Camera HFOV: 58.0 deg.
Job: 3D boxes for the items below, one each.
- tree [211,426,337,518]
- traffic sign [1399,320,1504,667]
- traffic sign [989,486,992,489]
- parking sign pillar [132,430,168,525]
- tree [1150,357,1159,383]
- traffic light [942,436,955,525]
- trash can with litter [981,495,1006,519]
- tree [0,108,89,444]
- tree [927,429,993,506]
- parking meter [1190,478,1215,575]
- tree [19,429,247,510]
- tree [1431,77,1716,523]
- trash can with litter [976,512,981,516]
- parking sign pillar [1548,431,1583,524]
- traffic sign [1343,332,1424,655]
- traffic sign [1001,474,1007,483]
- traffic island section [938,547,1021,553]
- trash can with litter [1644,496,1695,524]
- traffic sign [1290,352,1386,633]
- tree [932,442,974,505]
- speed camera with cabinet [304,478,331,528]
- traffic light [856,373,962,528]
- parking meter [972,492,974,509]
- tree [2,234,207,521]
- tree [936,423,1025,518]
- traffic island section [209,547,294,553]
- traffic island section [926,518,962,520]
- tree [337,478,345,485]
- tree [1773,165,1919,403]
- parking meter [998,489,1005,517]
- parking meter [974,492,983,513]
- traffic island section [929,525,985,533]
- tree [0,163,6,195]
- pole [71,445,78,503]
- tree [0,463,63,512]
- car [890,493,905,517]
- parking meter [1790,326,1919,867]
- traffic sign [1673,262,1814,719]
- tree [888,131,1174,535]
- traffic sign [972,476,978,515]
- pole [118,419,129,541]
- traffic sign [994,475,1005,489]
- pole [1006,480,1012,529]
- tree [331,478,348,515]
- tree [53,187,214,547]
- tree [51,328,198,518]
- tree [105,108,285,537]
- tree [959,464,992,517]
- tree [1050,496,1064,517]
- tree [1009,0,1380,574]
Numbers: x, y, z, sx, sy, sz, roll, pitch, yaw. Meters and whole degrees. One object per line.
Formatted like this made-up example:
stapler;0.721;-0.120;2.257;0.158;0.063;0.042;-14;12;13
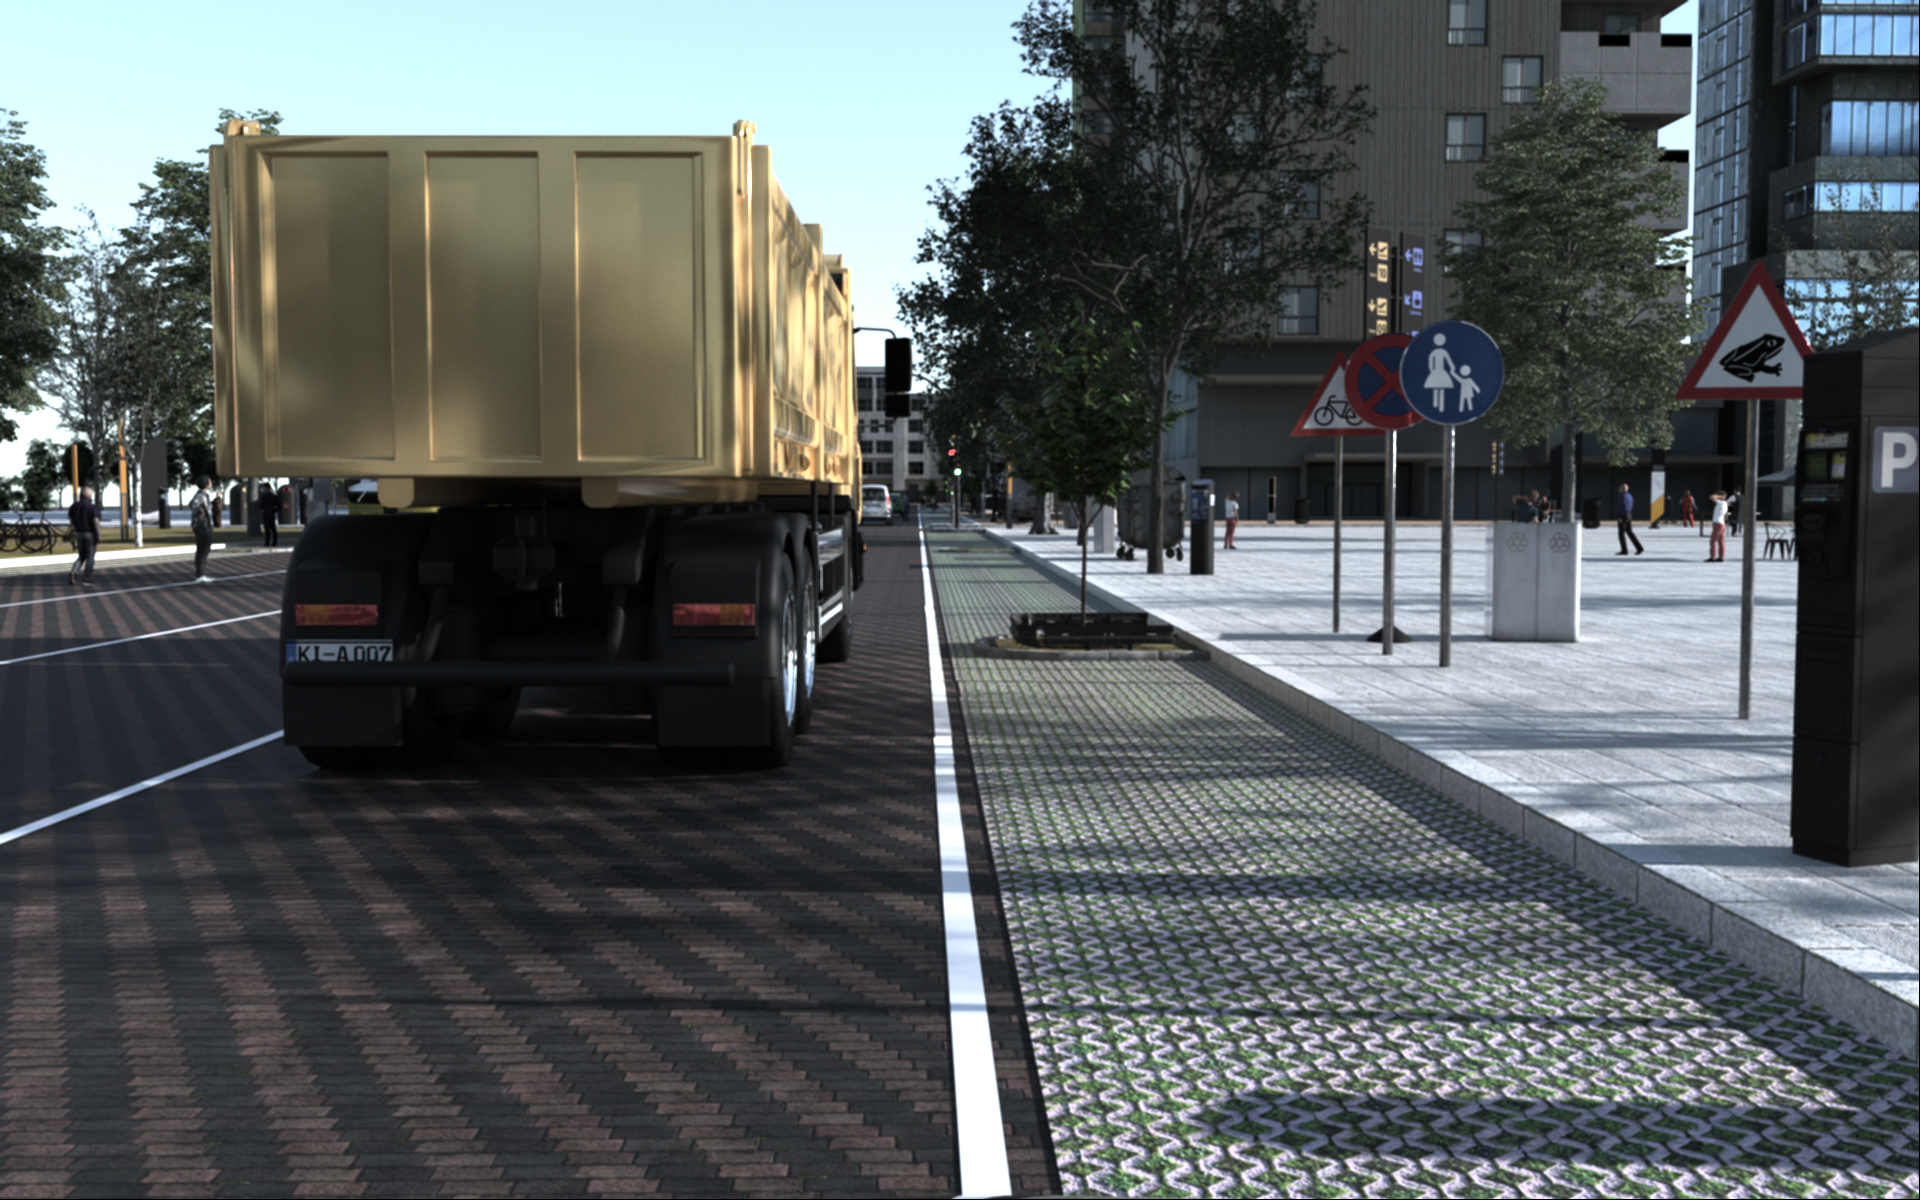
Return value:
tree;-36.685;-8.682;92.315;4.737;8.622;4.395;0;3;0
traffic sign;3.602;-0.776;12.787;0.768;2.556;0.104;0;4;0
traffic sign;2.408;-8.665;141.779;0.768;2.556;0.104;0;4;5
parking sign pillar;-33.944;-5.143;72.559;1.447;3.967;1.447;3;5;41
tree;7.188;-7.828;78.348;4.360;8.622;3.978;0;3;0
traffic light;-0.322;-5.134;72.853;0.839;4.253;0.868;0;4;-1
trash can with litter;2.539;-4.808;89.667;1.678;1.210;2.233;3;4;38
tree;-32.417;-9.001;53.822;9.857;13.997;8.962;0;3;0
tree;0.163;-15.811;184.271;9.928;11.665;9.643;0;3;0
parking meter;3.860;-1.173;27.588;0.372;1.533;0.369;0;3;0
tree;-66.761;-10.877;140.745;20.602;7.101;11.467;0;4;-8
tree;16.608;-7.954;48.175;7.486;12.596;7.792;0;3;0
trash can with litter;2.044;-5.673;103.804;2.233;1.210;1.678;1;4;23
parking sign pillar;25.776;-5.217;73.778;1.447;3.967;1.447;1;4;9
traffic sign;3.417;-0.835;13.758;0.768;2.556;0.104;0;4;5
traffic sign;2.873;-6.460;105.361;0.795;2.593;0.064;0;4;2
traffic island section;0.464;-1.215;42.729;1.991;0.108;1.994;0;4;-1
trash can with litter;30.781;-3.885;74.584;2.233;1.210;1.678;2;4;35
traffic sign;3.481;-0.975;15.946;0.884;2.594;0.081;0;4;7
tree;-0.252;-13.460;170.438;4.737;8.622;4.395;0;3;0
speed camera with cabinet;-21.491;-3.884;57.840;0.660;3.252;2.038;-2;4;-29
traffic light;-2.214;-5.505;64.678;4.771;5.953;1.251;0;4;-1
parking meter;1.155;-8.435;146.319;0.372;1.533;0.369;0;3;0
tree;-40.858;-10.484;81.785;12.009;13.543;11.850;0;3;0
tree;1.386;-8.700;92.613;4.360;8.622;3.978;0;3;0
traffic island section;-17.627;-1.242;43.170;1.991;0.108;1.994;0;4;-1
traffic island section;-0.901;-4.576;97.682;1.991;0.108;1.994;0;4;-1
tree;-47.194;-10.601;123.696;4.737;8.622;4.395;0;3;0
tree;19.961;-5.358;37.967;4.360;8.622;3.978;0;3;0
parking meter;2.261;-5.254;94.319;0.372;1.533;0.369;0;3;0
parking meter;1.399;-6.732;118.472;0.372;1.533;0.369;0;3;0
traffic island section;-0.084;-2.612;64.986;2.009;0.180;2.903;0;4;-1
tree;-27.567;-7.084;41.575;9.928;11.665;9.643;0;3;0
pole;-36.453;-4.741;71.355;0.158;3.312;0.155;0;3;0
tree;-72.378;-13.348;120.068;13.155;14.587;18.604;0;4;5
car;-4.444;-6.271;111.320;1.959;1.807;4.718;0;4;-2
parking meter;3.147;-0.021;6.052;0.399;1.863;0.255;-1;4;-19
traffic sign;4.482;-0.600;9.819;0.884;2.594;0.081;0;4;5
tree;2.573;-8.421;54.695;9.611;12.733;9.660;0;3;0
traffic sign;1.094;-6.629;108.487;0.768;2.556;0.104;0;4;6
pole;-22.726;-3.253;47.022;0.158;3.312;0.155;0;3;0
traffic sign;2.654;-7.063;115.592;0.768;2.556;0.104;0;4;5
pole;1.828;-4.302;64.183;0.158;3.312;0.155;0;3;0
tree;-41.566;-10.018;114.162;4.360;8.622;3.978;0;3;0
tree;-20.095;-5.630;42.408;4.360;8.622;3.978;0;3;0
tree;-44.516;-9.696;92.942;8.767;10.594;7.601;0;4;8
tree;-21.049;-8.131;51.075;7.486;12.596;7.792;0;3;0
tree;1.221;-6.269;97.103;1.663;3.219;1.824;0;3;0
tree;5.990;-9.368;103.531;4.737;8.622;4.395;0;3;0
tree;2.956;-5.691;27.456;8.767;10.594;7.601;2;4;32
